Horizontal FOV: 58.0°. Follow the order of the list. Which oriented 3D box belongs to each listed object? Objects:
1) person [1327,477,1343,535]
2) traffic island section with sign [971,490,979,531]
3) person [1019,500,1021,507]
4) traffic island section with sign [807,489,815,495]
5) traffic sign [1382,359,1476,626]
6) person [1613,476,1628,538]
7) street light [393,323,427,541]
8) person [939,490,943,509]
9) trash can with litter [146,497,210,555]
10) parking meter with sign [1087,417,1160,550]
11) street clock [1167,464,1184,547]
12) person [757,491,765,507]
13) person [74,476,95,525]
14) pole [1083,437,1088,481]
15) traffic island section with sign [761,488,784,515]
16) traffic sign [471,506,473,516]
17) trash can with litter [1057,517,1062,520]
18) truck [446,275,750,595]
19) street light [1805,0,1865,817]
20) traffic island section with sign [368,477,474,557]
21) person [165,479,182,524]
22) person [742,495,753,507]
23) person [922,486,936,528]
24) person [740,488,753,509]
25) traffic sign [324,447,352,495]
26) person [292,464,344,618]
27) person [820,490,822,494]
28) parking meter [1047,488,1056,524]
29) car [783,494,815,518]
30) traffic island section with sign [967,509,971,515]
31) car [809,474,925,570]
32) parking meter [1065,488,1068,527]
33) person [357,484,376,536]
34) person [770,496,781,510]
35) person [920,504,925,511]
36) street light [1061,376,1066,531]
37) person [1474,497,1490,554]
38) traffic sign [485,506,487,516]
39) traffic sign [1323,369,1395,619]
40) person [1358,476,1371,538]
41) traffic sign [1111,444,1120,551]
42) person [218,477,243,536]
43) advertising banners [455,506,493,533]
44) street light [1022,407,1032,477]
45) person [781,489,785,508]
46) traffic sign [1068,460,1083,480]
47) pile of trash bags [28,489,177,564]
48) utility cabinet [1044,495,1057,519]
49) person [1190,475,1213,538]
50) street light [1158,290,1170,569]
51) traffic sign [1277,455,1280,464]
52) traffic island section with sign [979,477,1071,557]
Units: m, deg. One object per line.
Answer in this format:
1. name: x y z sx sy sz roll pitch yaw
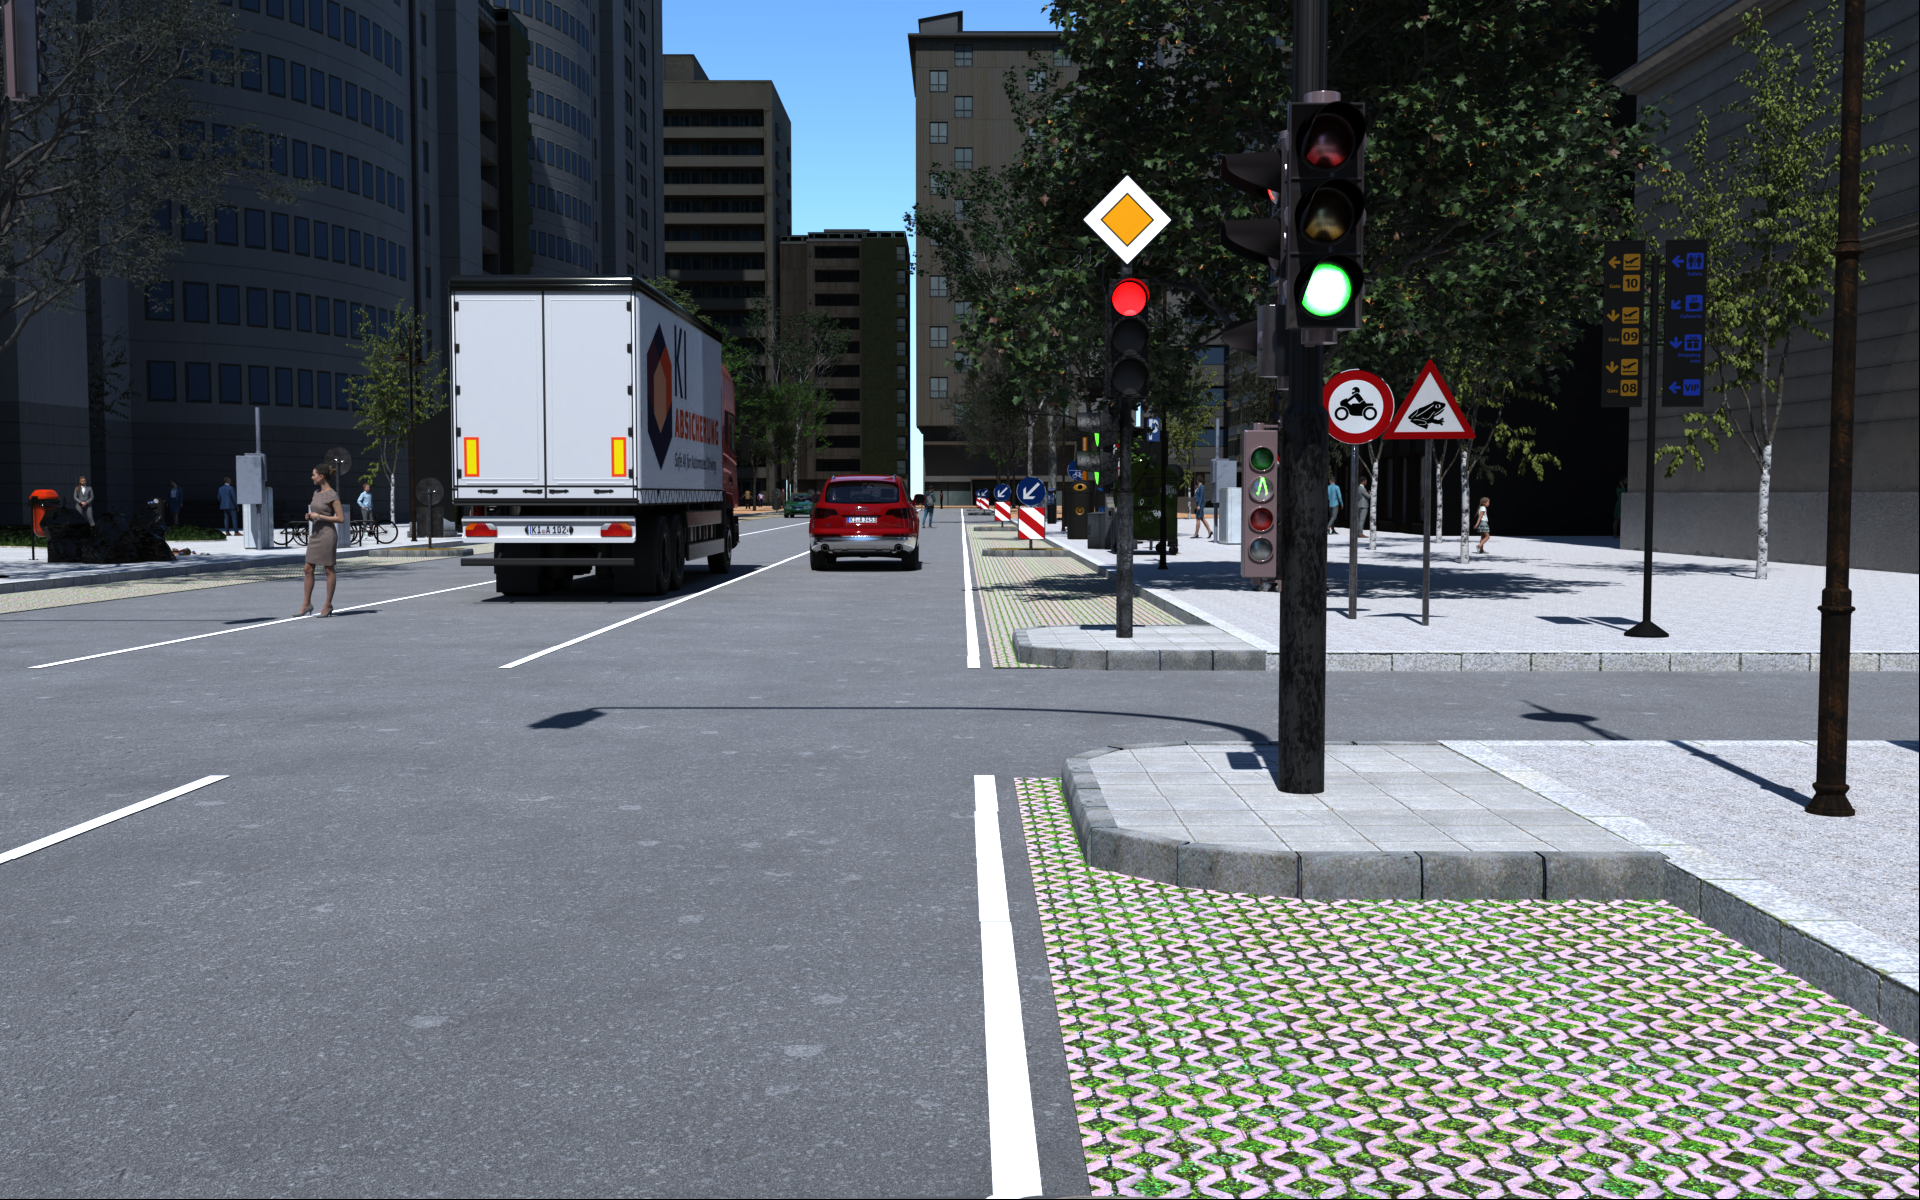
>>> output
1. person: 11.775 -3.001 54.966 0.748 1.841 0.638 -2 4 -33
2. traffic island section with sign: 1.521 -3.574 67.059 1.989 1.847 2.006 0 3 0
3. person: 5.992 -9.900 171.092 0.721 1.735 1.217 2 4 29
4. traffic island section with sign: -12.358 -8.294 144.230 1.989 1.847 2.006 0 3 0
5. traffic sign: 4.540 -1.029 16.822 0.884 2.594 0.081 0 4 6
6. person: 19.260 -2.694 50.336 0.600 1.795 0.529 -2 4 -34
7. street light: -14.800 -4.526 46.785 0.468 5.910 1.993 0 3 0
8. person: -1.818 -9.637 166.032 0.705 1.831 1.348 0 4 2
9. trash can with litter: -16.851 -1.563 36.619 2.233 1.210 1.678 2 4 30
10. parking meter with sign: 3.736 -2.678 40.049 1.738 3.016 0.543 3 5 40
11. street clock: 5.181 -2.297 42.132 0.471 2.002 0.358 2 4 34
12. person: -19.601 -9.866 170.744 0.756 1.711 0.436 -1 4 -9
13. person: -25.048 -2.647 49.603 0.520 1.790 0.573 -3 5 -40
14. pole: 4.491 -4.176 62.117 0.158 3.312 0.155 0 3 0
15. traffic island section with sign: -12.377 -6.645 117.274 1.989 1.847 2.006 0 3 0
16. traffic sign: -15.152 -3.595 52.643 2.265 3.308 0.079 0 4 4
17. trash can with litter: 5.472 -4.624 86.654 1.678 1.210 2.233 1 4 22
18. truck: -5.329 -2.377 27.770 2.839 4.237 11.283 0 3 0
19. street light: 3.501 -2.080 6.789 0.468 5.910 1.993 0 3 0
20. traffic island section with sign: -12.403 -1.926 40.119 1.989 1.847 2.006 0 3 0
21. person: -27.914 -3.400 61.661 0.581 1.822 0.654 1 4 13
22. person: -21.220 -10.006 172.885 1.217 1.735 0.721 1 4 11
23. person: -1.295 -3.914 72.835 0.623 1.781 0.721 1 4 16
24. person: -18.172 -8.701 148.405 1.348 1.812 0.705 0 4 -5
25. traffic sign: -16.760 -2.847 46.655 0.768 2.556 0.104 0 4 4
26. person: -7.441 -0.688 20.086 0.599 1.781 0.374 2 4 33
27. person: -12.586 -9.057 156.667 0.705 1.814 1.350 2 4 31
28. parking meter: 3.962 -4.059 74.777 0.372 1.533 0.369 0 3 0
29. car: -9.648 -5.749 105.800 2.131 1.459 4.920 0 4 1
30. traffic island section with sign: 1.538 -6.673 117.732 1.989 1.847 2.006 0 3 0
31. car: -1.831 -1.559 34.158 2.281 1.827 5.304 0 4 -1
32. parking meter: 4.187 -3.642 67.952 0.372 1.533 0.369 0 3 0
33. person: -18.390 -2.804 53.697 0.330 1.601 0.589 3 4 36
34. person: -14.951 -8.257 141.145 0.705 1.812 1.348 2 4 31
35. person: -3.288 -8.297 147.336 0.799 1.438 0.628 -1 4 -12
36. street light: 3.568 -5.308 59.581 0.468 5.910 1.993 0 3 0
37. person: 11.183 -1.601 37.239 0.382 1.210 0.505 0 4 1
38. traffic sign: -17.203 -3.830 62.724 0.768 2.556 0.104 1 4 9
39. traffic sign: 4.032 -1.077 17.709 0.768 2.556 0.104 1 4 10
40. person: 11.919 -2.741 51.037 0.466 1.800 0.511 -1 4 -16
41. traffic sign: 3.410 -2.366 38.685 0.884 2.594 0.081 0 4 1
42. person: -22.446 -2.875 53.229 0.721 1.800 0.419 1 4 10
43. advertising banners: -15.933 -3.728 57.133 2.074 3.025 0.090 0 4 5
44. street light: 3.497 -7.180 90.185 0.468 5.910 1.993 0 3 0
45. person: -16.571 -9.502 161.957 0.434 1.755 0.990 -1 4 -15
46. traffic sign: 4.347 -3.901 63.880 0.768 2.556 0.104 0 4 1
47. pile of trash bags: -16.707 -1.433 33.179 3.447 1.369 1.912 2 4 30
48. utility cabinet: 4.521 -4.767 89.107 1.020 1.237 0.306 -3 4 -38
49. person: 6.990 -2.692 50.086 0.654 1.822 0.581 1 4 20
50. street light: 3.463 -3.461 29.383 0.468 5.910 1.993 0 3 0
51. traffic sign: 6.610 -2.297 37.559 0.884 2.594 0.081 0 4 7
52. traffic island section with sign: 1.511 -1.925 40.103 1.989 1.847 2.006 0 3 0
